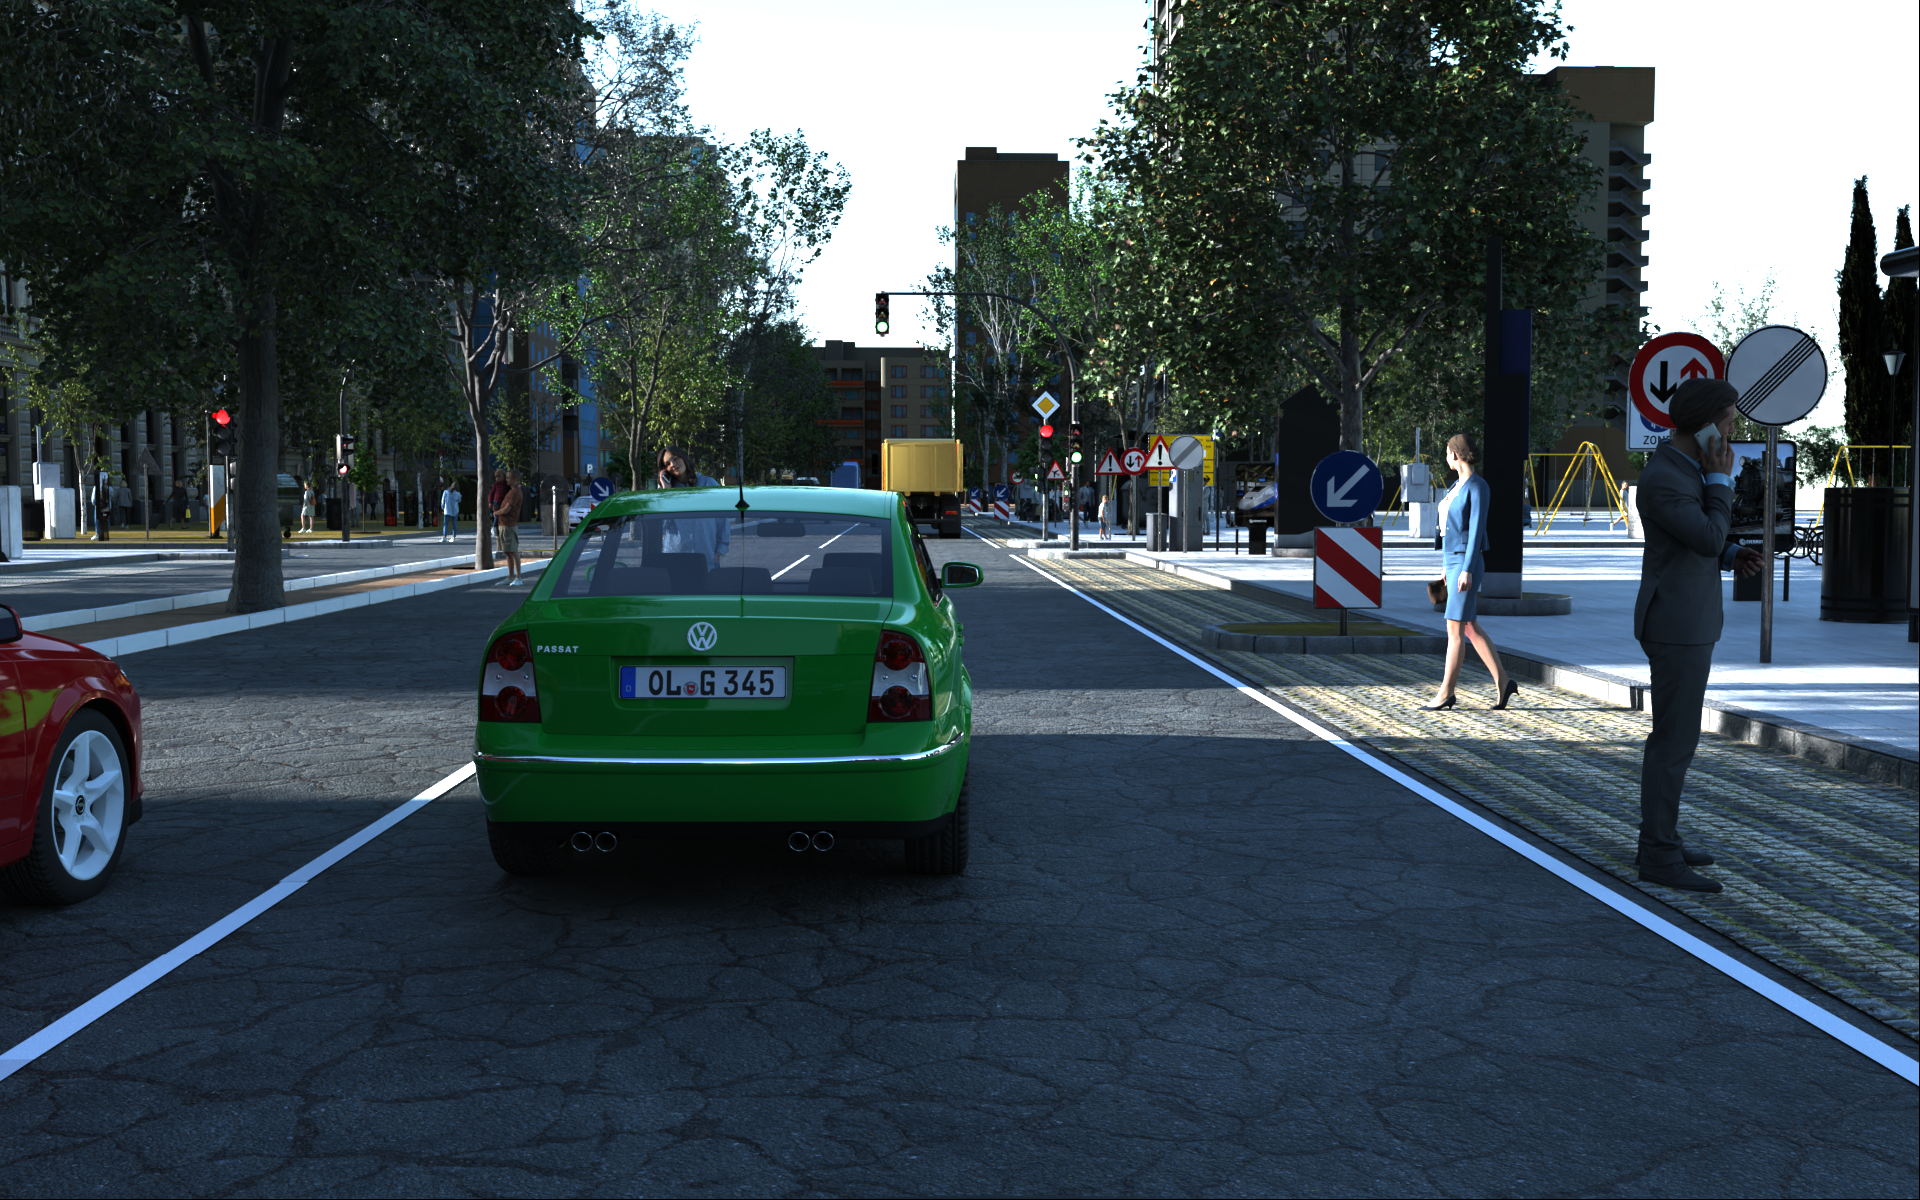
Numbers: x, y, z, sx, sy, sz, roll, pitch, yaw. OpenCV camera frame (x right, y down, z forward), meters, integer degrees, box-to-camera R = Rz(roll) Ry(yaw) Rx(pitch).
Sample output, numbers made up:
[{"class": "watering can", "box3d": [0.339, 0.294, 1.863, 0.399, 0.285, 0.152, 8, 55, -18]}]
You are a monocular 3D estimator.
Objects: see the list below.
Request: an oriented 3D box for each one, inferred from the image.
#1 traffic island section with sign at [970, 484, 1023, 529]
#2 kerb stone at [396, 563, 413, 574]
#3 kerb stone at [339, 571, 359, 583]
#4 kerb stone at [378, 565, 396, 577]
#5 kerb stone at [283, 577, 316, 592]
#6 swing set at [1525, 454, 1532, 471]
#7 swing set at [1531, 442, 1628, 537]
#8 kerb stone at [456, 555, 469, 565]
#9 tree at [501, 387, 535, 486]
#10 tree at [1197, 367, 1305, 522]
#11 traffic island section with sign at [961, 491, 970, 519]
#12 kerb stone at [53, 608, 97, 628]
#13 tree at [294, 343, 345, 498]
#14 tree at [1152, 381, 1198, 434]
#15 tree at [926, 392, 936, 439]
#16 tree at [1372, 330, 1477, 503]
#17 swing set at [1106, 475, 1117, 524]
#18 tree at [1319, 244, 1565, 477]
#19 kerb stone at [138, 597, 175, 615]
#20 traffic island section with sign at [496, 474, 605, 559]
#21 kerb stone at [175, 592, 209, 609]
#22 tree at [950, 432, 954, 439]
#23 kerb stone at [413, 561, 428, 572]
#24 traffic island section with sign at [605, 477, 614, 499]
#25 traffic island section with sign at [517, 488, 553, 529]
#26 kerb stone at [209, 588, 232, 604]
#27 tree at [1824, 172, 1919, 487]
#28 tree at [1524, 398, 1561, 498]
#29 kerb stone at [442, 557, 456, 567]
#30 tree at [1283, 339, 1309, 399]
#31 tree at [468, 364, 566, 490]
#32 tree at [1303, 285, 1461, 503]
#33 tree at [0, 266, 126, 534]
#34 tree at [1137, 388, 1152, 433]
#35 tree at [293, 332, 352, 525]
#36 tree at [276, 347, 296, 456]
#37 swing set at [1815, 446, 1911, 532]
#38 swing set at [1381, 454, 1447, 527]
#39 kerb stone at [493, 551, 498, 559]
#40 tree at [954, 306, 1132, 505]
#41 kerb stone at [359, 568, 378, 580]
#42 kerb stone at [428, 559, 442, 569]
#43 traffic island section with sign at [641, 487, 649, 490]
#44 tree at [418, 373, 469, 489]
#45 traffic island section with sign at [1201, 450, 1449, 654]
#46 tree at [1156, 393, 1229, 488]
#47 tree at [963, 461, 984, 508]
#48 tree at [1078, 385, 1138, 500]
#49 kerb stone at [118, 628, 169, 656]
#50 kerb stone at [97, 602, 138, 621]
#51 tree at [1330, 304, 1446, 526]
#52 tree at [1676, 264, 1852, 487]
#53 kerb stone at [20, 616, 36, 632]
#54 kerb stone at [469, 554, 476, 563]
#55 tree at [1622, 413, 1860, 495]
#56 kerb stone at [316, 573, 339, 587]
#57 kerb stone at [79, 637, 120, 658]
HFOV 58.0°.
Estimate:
[{"class": "traffic island section with sign", "box3d": [1.570, -3.870, 71.903, 1.989, 1.847, 2.006, 0, 4, -2]}, {"class": "kerb stone", "box3d": [-10.076, -0.544, 31.088, 0.120, 0.150, 1.000, 0, 4, -2]}, {"class": "kerb stone", "box3d": [-9.980, -0.356, 28.016, 0.120, 0.150, 1.000, 0, 4, -2]}, {"class": "kerb stone", "box3d": [-10.051, -0.478, 30.067, 0.120, 0.150, 1.000, 0, 4, -2]}, {"class": "kerb stone", "box3d": [-9.922, -0.231, 25.972, 0.120, 0.150, 1.000, 0, 4, -2]}, {"class": "swing set", "box3d": [23.366, -4.267, 67.385, 3.119, 2.851, 2.862, 0, 4, -2]}, {"class": "swing set", "box3d": [19.150, -3.374, 52.790, 2.862, 2.851, 3.119, 2, 4, 24]}, {"class": "kerb stone", "box3d": [-10.217, -0.795, 35.191, 0.120, 0.150, 1.000, 0, 4, -2]}, {"class": "tree", "box3d": [-30.529, -10.227, 117.573, 4.737, 8.622, 4.395, 0, 3, 0]}, {"class": "tree", "box3d": [12.197, -7.295, 69.630, 4.360, 8.622, 3.978, 0, 3, 0]}, {"class": "traffic island section with sign", "box3d": [0.715, -5.518, 98.845, 1.989, 1.847, 2.006, 0, 4, -2]}, {"class": "kerb stone", "box3d": [-9.691, 0.207, 18.808, 0.120, 0.150, 1.000, 0, 4, -2]}, {"class": "tree", "box3d": [-28.576, -7.862, 78.911, 4.737, 8.622, 4.395, 0, 3, 0]}, {"class": "tree", "box3d": [11.531, -7.907, 79.648, 4.360, 8.622, 3.978, 0, 3, 0]}, {"class": "tree", "box3d": [1.023, -14.023, 155.023, 9.928, 11.665, 9.643, 0, 3, 0]}, {"class": "tree", "box3d": [16.495, -6.780, 61.212, 4.360, 8.622, 3.978, 0, 3, 0]}, {"class": "swing set", "box3d": [8.123, -4.739, 75.099, 3.119, 2.851, 2.862, 2, 4, 30]}, {"class": "tree", "box3d": [22.741, -10.397, 76.647, 9.857, 13.997, 8.962, 0, 3, 0]}, {"class": "kerb stone", "box3d": [-9.756, 0.082, 20.851, 0.120, 0.150, 1.000, 0, 4, -2]}, {"class": "traffic island section with sign", "box3d": [-9.286, -1.900, 39.196, 2.006, 1.907, 1.989, 0, 4, -2]}, {"class": "kerb stone", "box3d": [-9.778, 0.019, 21.882, 0.120, 0.150, 1.000, 0, 4, -2]}, {"class": "tree", "box3d": [0.957, -16.173, 198.848, 7.601, 10.594, 8.767, 0, 4, 3]}, {"class": "kerb stone", "box3d": [-10.104, -0.605, 32.110, 0.120, 0.150, 1.000, 0, 4, -2]}, {"class": "traffic island section with sign", "box3d": [-9.513, -2.352, 46.600, 2.006, 1.907, 1.989, 0, 4, -2]}, {"class": "traffic island section with sign", "box3d": [-17.041, -3.834, 71.320, 1.989, 1.847, 2.006, 0, 4, -2]}, {"class": "kerb stone", "box3d": [-9.816, -0.043, 22.904, 0.120, 0.150, 1.000, 0, 4, -2]}, {"class": "tree", "box3d": [43.504, -10.548, 74.288, 13.155, 14.587, 18.604, 1, 4, 17]}, {"class": "tree", "box3d": [28.346, -8.362, 87.075, 4.360, 8.622, 3.978, 0, 3, 0]}, {"class": "kerb stone", "box3d": [-10.176, -0.731, 34.170, 0.120, 0.150, 1.000, 0, 4, -2]}, {"class": "tree", "box3d": [25.866, -12.788, 115.740, 9.857, 13.997, 8.962, 0, 3, 0]}, {"class": "tree", "box3d": [-24.309, -8.914, 96.113, 4.360, 8.622, 3.978, 0, 3, 0]}, {"class": "tree", "box3d": [21.149, -10.503, 89.858, 7.486, 12.596, 7.792, 0, 3, 0]}, {"class": "tree", "box3d": [-28.042, -6.398, 54.968, 4.737, 8.622, 4.395, 0, 3, 0]}, {"class": "tree", "box3d": [11.909, -8.337, 86.670, 4.360, 8.622, 3.978, 0, 3, 0]}, {"class": "tree", "box3d": [-26.825, -7.373, 70.917, 4.360, 8.622, 3.978, 0, 3, 0]}, {"class": "tree", "box3d": [-25.954, -6.714, 60.134, 4.360, 8.622, 3.978, 0, 3, 0]}, {"class": "swing set", "box3d": [30.067, -3.585, 56.235, 3.119, 2.851, 2.862, 0, 4, -5]}, {"class": "swing set", "box3d": [18.313, -4.330, 68.416, 2.862, 2.851, 3.119, 1, 4, 23]}, {"class": "kerb stone", "box3d": [-10.315, -0.976, 38.265, 0.120, 0.150, 1.000, 0, 4, -2]}, {"class": "tree", "box3d": [4.281, -9.305, 86.554, 8.767, 10.594, 7.601, 0, 4, -1]}, {"class": "kerb stone", "box3d": [-10.018, -0.419, 29.044, 0.120, 0.150, 1.000, 0, 4, -2]}, {"class": "kerb stone", "box3d": [-10.146, -0.667, 33.138, 0.120, 0.150, 1.000, 0, 4, -2]}, {"class": "traffic island section with sign", "box3d": [-17.908, -5.482, 98.261, 1.989, 1.847, 2.006, 0, 4, -2]}, {"class": "tree", "box3d": [-30.897, -9.476, 105.294, 4.360, 8.622, 3.978, 0, 3, 0]}, {"class": "traffic island section with sign", "box3d": [3.348, -0.472, 16.341, 1.989, 1.847, 2.006, 0, 4, -2]}, {"class": "tree", "box3d": [13.972, -9.480, 105.367, 4.737, 8.622, 4.395, 0, 3, 0]}, {"class": "tree", "box3d": [1.193, -10.924, 162.326, 4.285, 4.588, 4.351, 0, 3, 0]}, {"class": "tree", "box3d": [8.809, -9.201, 100.797, 4.360, 8.622, 3.978, 0, 3, 0]}, {"class": "kerb stone", "box3d": [-7.494, 0.394, 15.754, 0.120, 0.150, 1.000, 0, 4, -2]}, {"class": "kerb stone", "box3d": [-9.720, 0.152, 19.830, 0.120, 0.150, 1.000, 0, 4, -2]}, {"class": "tree", "box3d": [12.961, -6.361, 54.363, 4.737, 8.622, 4.395, 0, 3, 0]}, {"class": "tree", "box3d": [25.609, -6.407, 55.125, 4.360, 8.622, 3.978, 0, 3, 0]}, {"class": "kerb stone", "box3d": [-9.649, 0.270, 17.787, 0.120, 0.150, 1.000, 0, 4, -2]}, {"class": "kerb stone", "box3d": [-10.243, -0.857, 36.213, 0.120, 0.150, 1.000, 0, 4, -2]}, {"class": "tree", "box3d": [49.411, -8.520, 102.201, 20.602, 7.101, 11.467, 2, 4, 31]}, {"class": "kerb stone", "box3d": [-9.947, -0.294, 26.995, 0.120, 0.150, 1.000, 0, 4, -2]}, {"class": "kerb stone", "box3d": [-7.461, 0.456, 14.733, 0.120, 0.150, 1.000, 0, 4, -2]}]
